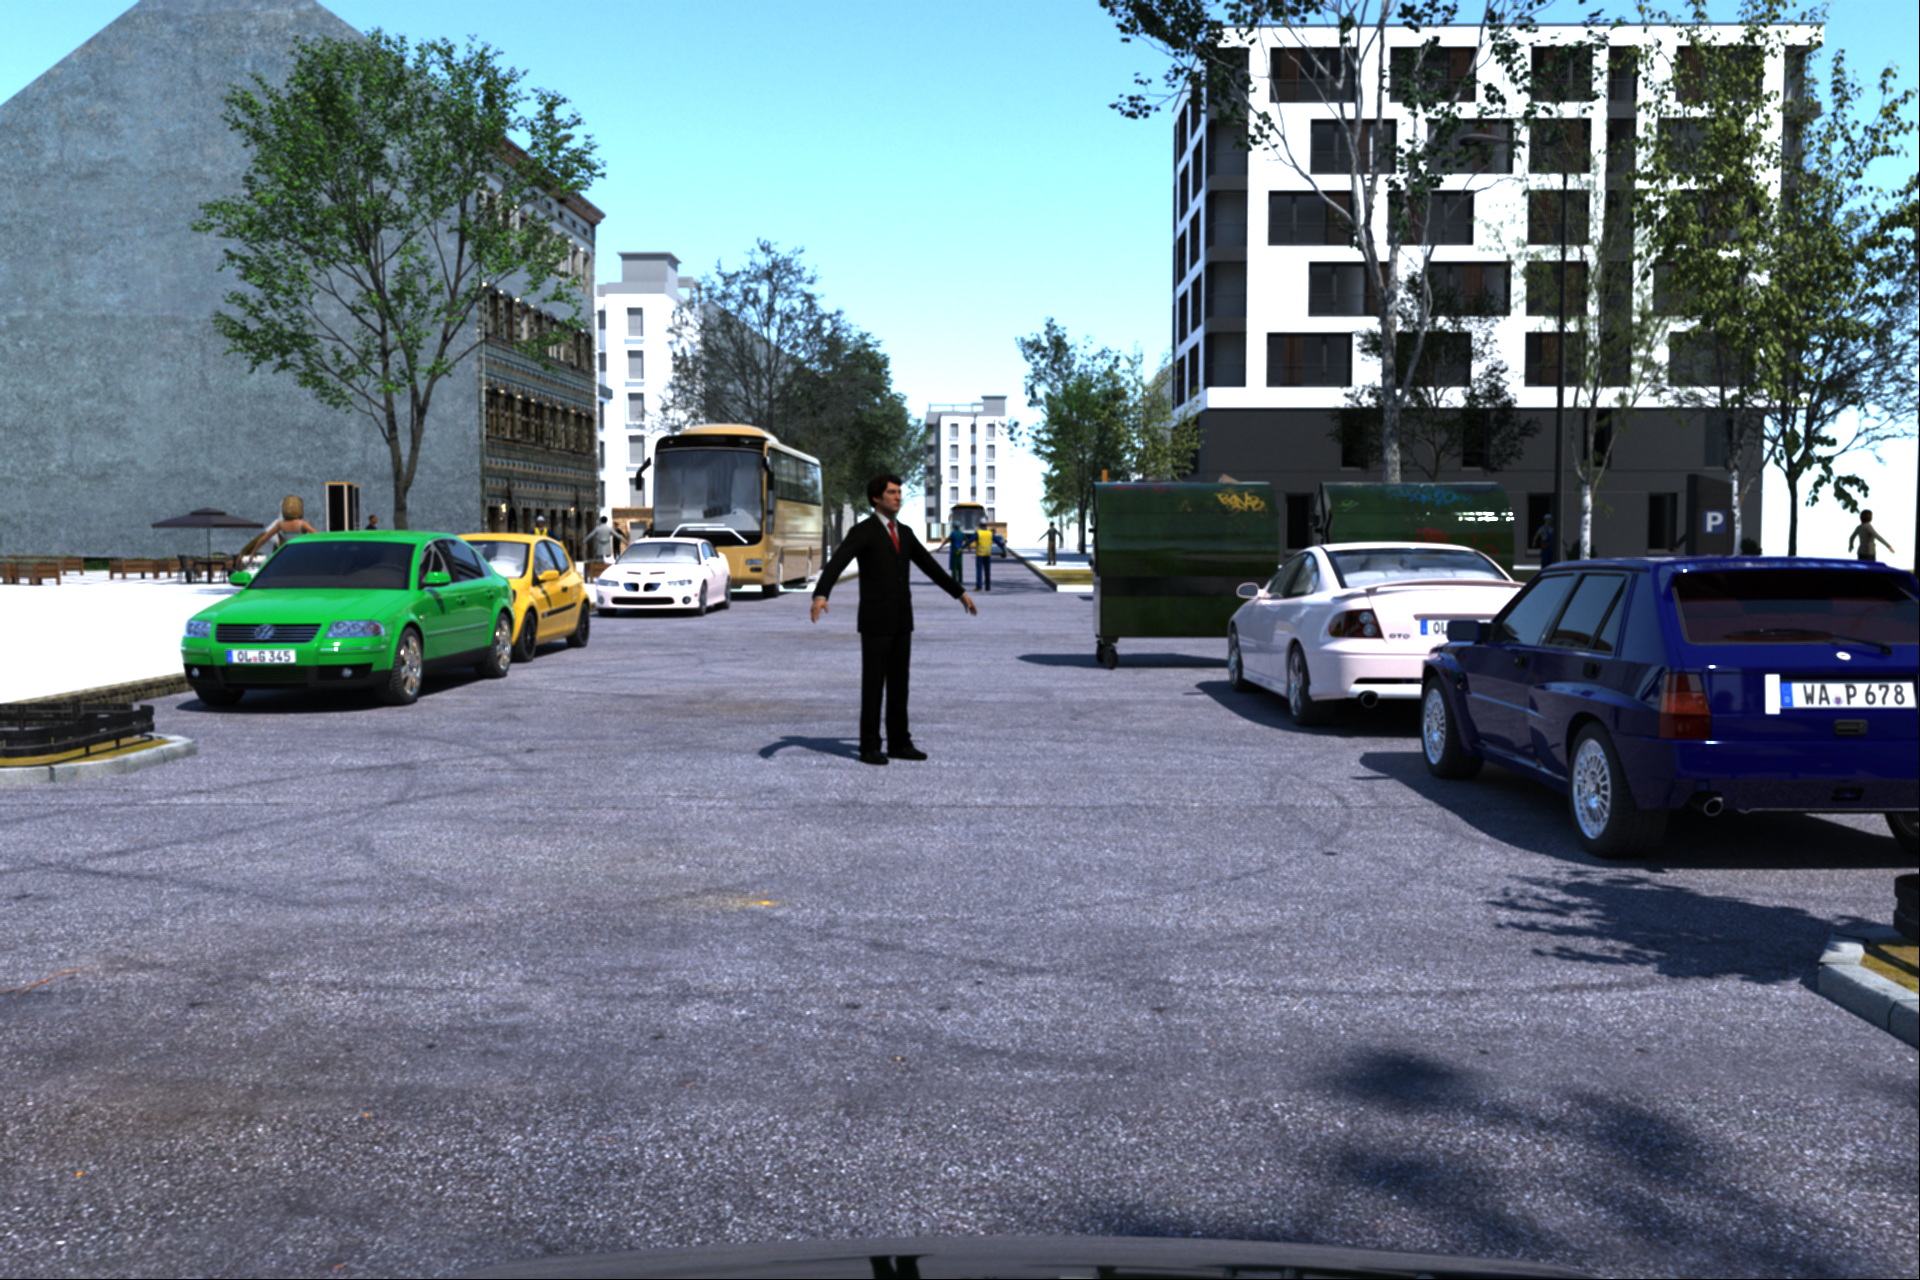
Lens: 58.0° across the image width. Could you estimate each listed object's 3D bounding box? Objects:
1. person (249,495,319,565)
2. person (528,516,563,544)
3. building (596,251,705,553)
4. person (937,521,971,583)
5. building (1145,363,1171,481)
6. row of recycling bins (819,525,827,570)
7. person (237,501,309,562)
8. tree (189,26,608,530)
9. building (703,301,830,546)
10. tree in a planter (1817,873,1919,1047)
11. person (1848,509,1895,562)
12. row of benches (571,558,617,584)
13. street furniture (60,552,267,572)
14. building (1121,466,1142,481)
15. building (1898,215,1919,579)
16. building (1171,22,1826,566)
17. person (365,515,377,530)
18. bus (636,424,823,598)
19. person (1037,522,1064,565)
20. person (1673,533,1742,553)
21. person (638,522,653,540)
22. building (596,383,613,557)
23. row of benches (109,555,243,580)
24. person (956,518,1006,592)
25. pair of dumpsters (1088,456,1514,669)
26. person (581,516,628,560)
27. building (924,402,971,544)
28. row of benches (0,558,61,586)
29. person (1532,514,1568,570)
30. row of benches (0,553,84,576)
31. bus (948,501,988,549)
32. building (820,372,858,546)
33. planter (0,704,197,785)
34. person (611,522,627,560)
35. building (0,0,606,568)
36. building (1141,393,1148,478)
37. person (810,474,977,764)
[{"bbox_3d":[-8.013,-0.877,20.956,1.214,1.753,0.721,0,4,1],"label":"person"},{"bbox_3d":[-11.419,-2.494,47.244,1.216,1.772,0.721,-1,4,-19],"label":"person"},{"bbox_3d":[-24.350,-15.954,117.262,16.016,20.090,11.380,0,4,1],"label":"building"},{"bbox_3d":[-0.122,-2.561,50.451,1.347,1.817,0.704,-3,5,-44],"label":"person"},{"bbox_3d":[28.429,-20.697,169.325,19.493,23.208,18.063,0,4,1],"label":"building"},{"bbox_3d":[-5.328,-3.391,62.559,1.069,1.692,3.534,0,4,2],"label":"row of recycling bins"},{"bbox_3d":[-8.874,-0.982,22.827,1.217,1.736,0.721,-2,4,-33],"label":"person"},{"bbox_3d":[-11.175,-6.670,34.804,9.928,11.665,9.643,0,3,0],"label":"tree"},{"bbox_3d":[-23.137,-20.833,171.553,19.493,23.208,18.063,0,4,1],"label":"building"},{"bbox_3d":[3.673,-0.471,4.928,1.991,3.239,1.994,0,4,1],"label":"tree in a planter"},{"bbox_3d":[16.918,-1.556,32.203,0.721,1.744,1.215,-1,4,-9],"label":"person"},{"bbox_3d":[-9.241,-1.804,44.959,4.104,0.672,1.422,-2,4,-28],"label":"row of benches"},{"bbox_3d":[-29.593,-2.762,60.781,10.072,0.657,5.734,0,4,6],"label":"street furniture"},{"bbox_3d":[25.548,-16.693,215.081,9.099,9.664,28.070,0,4,1],"label":"building"},{"bbox_3d":[30.292,-15.422,31.742,16.754,29.471,25.880,0,4,1],"label":"building"},{"bbox_3d":[24.204,-14.804,86.023,27.936,21.610,32.646,0,4,1],"label":"building"},{"bbox_3d":[-16.222,-2.552,47.948,0.704,1.802,1.346,0,4,4],"label":"person"},{"bbox_3d":[-5.214,-3.101,42.254,2.896,3.916,12.252,0,4,1],"label":"bus"},{"bbox_3d":[3.757,-3.968,71.149,1.348,1.796,0.705,-2,4,-33],"label":"person"},{"bbox_3d":[15.116,-1.776,35.098,1.348,1.821,0.705,3,5,41],"label":"person"},{"bbox_3d":[-14.138,-4.513,79.569,1.354,1.856,0.705,-1,4,-12],"label":"person"},{"bbox_3d":[-24.614,-9.679,100.397,9.099,9.664,28.070,0,4,1],"label":"building"},{"bbox_3d":[-22.773,-2.150,50.608,1.422,0.672,4.104,2,4,30],"label":"row of benches"},{"bbox_3d":[0.567,-2.124,43.160,1.349,1.833,0.705,-1,4,-22],"label":"person"},{"bbox_3d":[3.608,-0.847,18.794,4.436,2.255,1.574,0,4,1],"label":"pair of dumpsters"},{"bbox_3d":[-10.242,-2.674,49.911,1.347,1.806,0.705,0,4,-5],"label":"person"},{"bbox_3d":[-4.573,-23.305,239.916,11.380,20.090,16.016,0,4,1],"label":"building"},{"bbox_3d":[-24.223,-1.761,44.256,4.104,0.672,1.422,3,4,37],"label":"row of benches"},{"bbox_3d":[16.759,-2.660,49.349,1.347,1.847,0.705,-2,4,-28],"label":"person"},{"bbox_3d":[-29.072,-2.403,54.748,4.104,0.672,1.422,2,4,33],"label":"row of benches"},{"bbox_3d":[0.693,-8.713,133.998,2.896,3.916,12.252,0,4,1],"label":"bus"},{"bbox_3d":[-21.703,-20.726,205.327,16.747,18.905,31.486,0,4,1],"label":"building"},{"bbox_3d":[-5.960,0.633,10.787,1.991,0.319,1.994,0,4,1],"label":"planter"},{"bbox_3d":[-15.874,-4.526,79.936,1.347,1.837,0.705,2,4,26],"label":"person"},{"bbox_3d":[-26.759,-14.831,73.415,19.493,23.208,18.063,0,4,2],"label":"building"},{"bbox_3d":[29.843,-21.831,187.862,19.493,23.208,18.063,0,4,1],"label":"building"},{"bbox_3d":[-0.447,-0.139,10.914,1.347,1.806,0.705,-3,5,-43],"label":"person"}]
